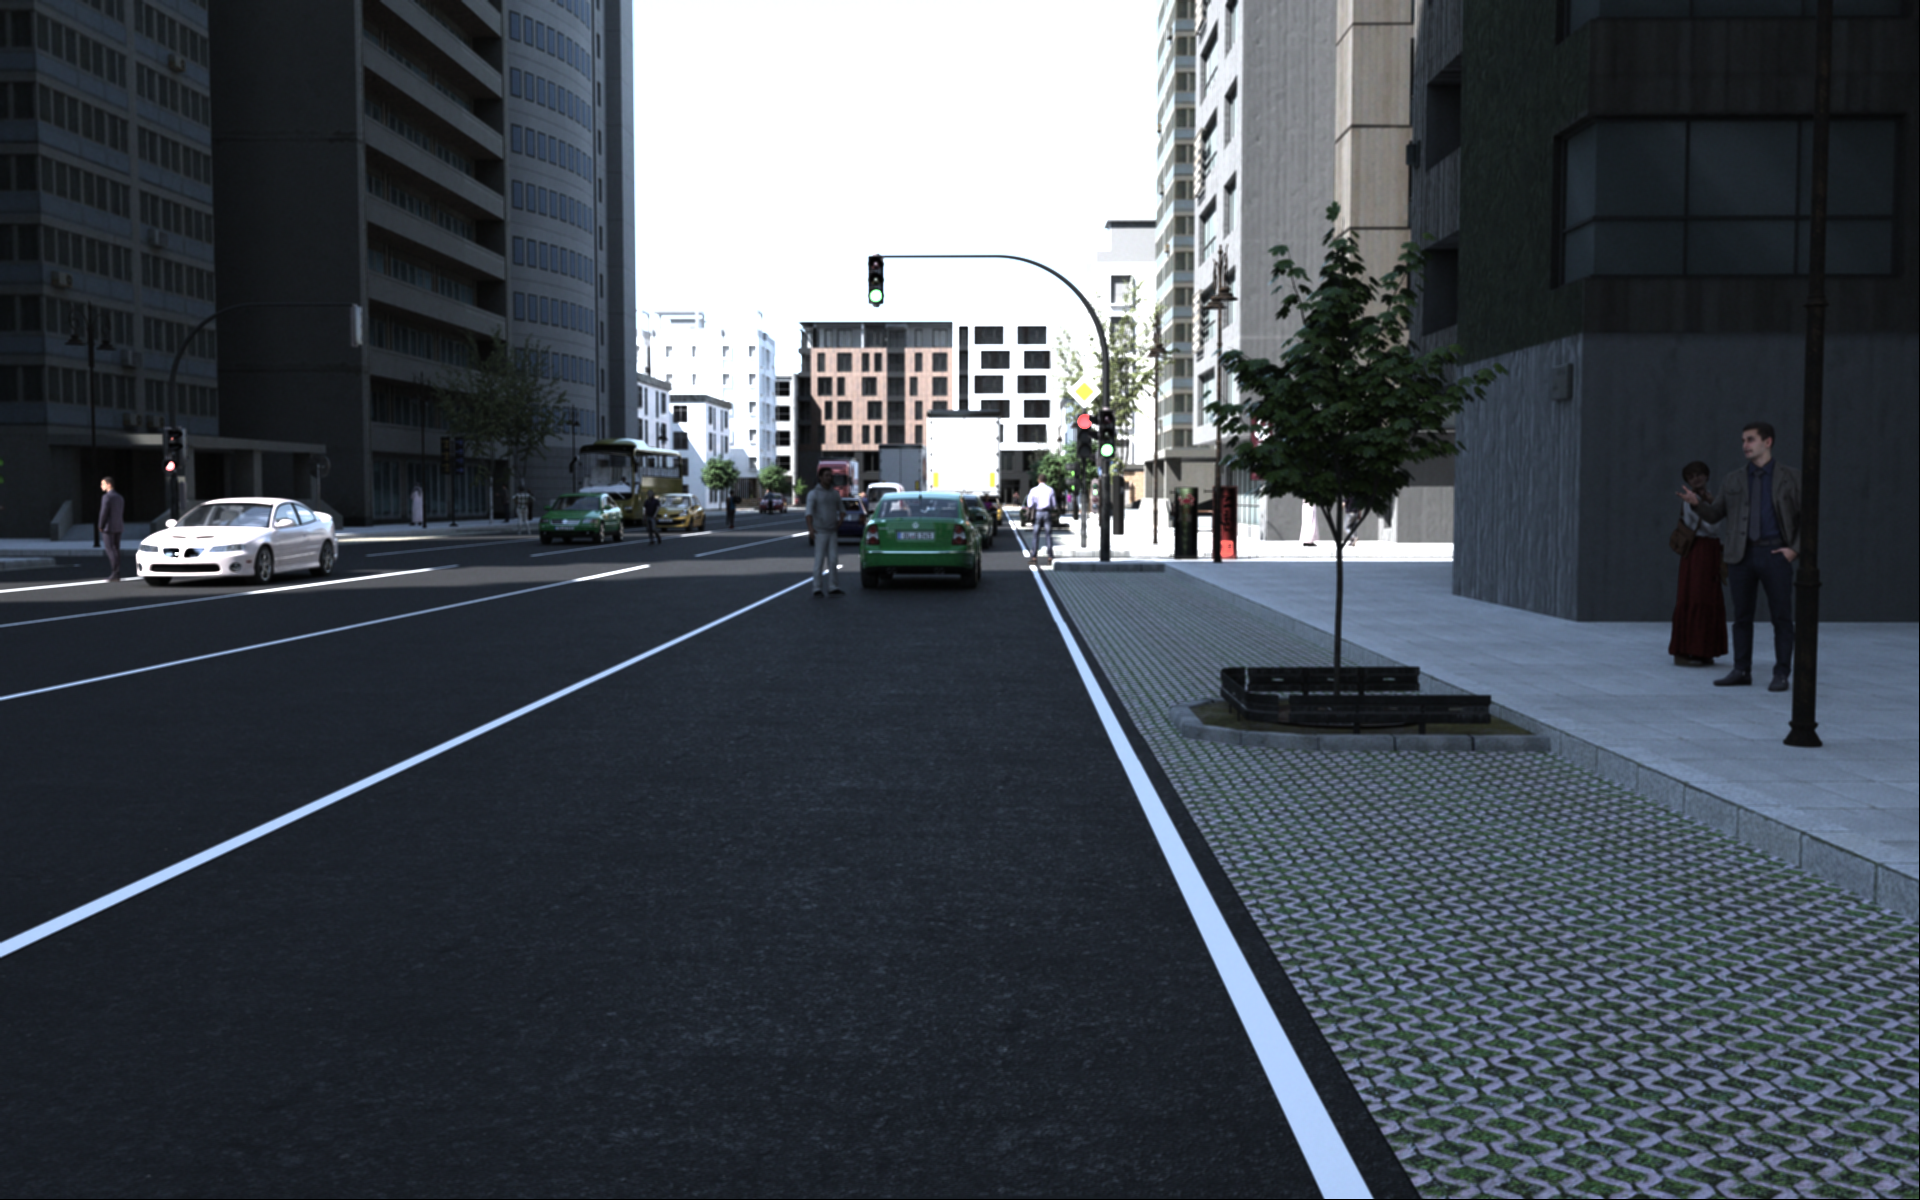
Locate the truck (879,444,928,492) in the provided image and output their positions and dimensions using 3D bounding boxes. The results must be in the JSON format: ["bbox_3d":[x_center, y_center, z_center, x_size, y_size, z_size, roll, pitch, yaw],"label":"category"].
[{"bbox_3d":[-3.055,-6.989,103.177,2.839,4.237,11.283,0,4,3],"label":"truck"}]

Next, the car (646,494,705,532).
[{"bbox_3d":[-10.877,-3.427,66.251,2.015,1.641,3.980,0,4,2],"label":"car"}]

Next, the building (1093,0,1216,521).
[{"bbox_3d":[24.533,-25.149,103.063,32.217,40.220,23.993,0,4,1],"label":"building"}]

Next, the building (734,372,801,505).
[{"bbox_3d":[-34.908,-21.080,211.117,31.486,18.905,16.747,0,4,1],"label":"building"}]

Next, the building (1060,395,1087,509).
[{"bbox_3d":[13.386,-12.397,144.833,9.099,9.664,28.070,0,4,1],"label":"building"}]

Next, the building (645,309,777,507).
[{"bbox_3d":[-25.652,-19.992,183.285,11.380,20.091,16.016,0,4,1],"label":"building"}]

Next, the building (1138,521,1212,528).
[{"bbox_3d":[24.099,-23.169,70.692,32.217,40.220,23.993,0,4,1],"label":"building"}]

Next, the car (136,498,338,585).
[{"bbox_3d":[-11.929,-1.009,28.864,2.083,1.381,4.827,0,4,-1],"label":"car"}]

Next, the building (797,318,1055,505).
[{"bbox_3d":[-2.703,-22.708,215.252,32.646,21.610,27.936,0,4,1],"label":"building"}]

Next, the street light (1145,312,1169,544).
[{"bbox_3d":[4.982,-4.355,43.996,0.468,5.910,1.993,0,4,1],"label":"street light"}]

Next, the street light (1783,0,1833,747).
[{"bbox_3d":[4.312,-2.195,8.683,0.468,5.910,1.993,0,4,1],"label":"street light"}]

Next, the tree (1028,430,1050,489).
[{"bbox_3d":[9.258,-14.865,193.407,4.360,8.622,3.978,0,3,0],"label":"tree"}]

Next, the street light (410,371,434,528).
[{"bbox_3d":[-20.220,-5.654,65.237,0.468,5.910,1.993,0,4,1],"label":"street light"}]

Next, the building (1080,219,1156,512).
[{"bbox_3d":[16.764,-16.412,124.749,16.016,20.091,11.380,0,4,1],"label":"building"}]

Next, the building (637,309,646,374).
[{"bbox_3d":[-37.376,-20.002,183.447,11.380,20.091,16.016,0,4,1],"label":"building"}]

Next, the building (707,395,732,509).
[{"bbox_3d":[-25.531,-13.296,159.528,9.099,9.664,28.070,0,4,1],"label":"building"}]

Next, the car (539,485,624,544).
[{"bbox_3d":[-11.111,-2.580,50.980,1.959,1.807,4.718,0,4,0],"label":"car"}]

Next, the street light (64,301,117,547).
[{"bbox_3d":[-20.842,-4.212,41.649,0.468,5.910,1.993,0,4,1],"label":"street light"}]

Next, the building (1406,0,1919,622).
[{"bbox_3d":[13.356,-15.379,23.153,14.160,30.474,14.107,0,4,1],"label":"building"}]

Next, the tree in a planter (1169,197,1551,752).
[{"bbox_3d":[2.307,-0.811,10.478,1.991,3.239,1.994,0,4,1],"label":"tree in a planter"}]

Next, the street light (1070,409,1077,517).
[{"bbox_3d":[6.067,-7.284,91.883,0.468,5.910,1.993,0,4,1],"label":"street light"}]

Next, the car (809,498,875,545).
[{"bbox_3d":[-3.387,-2.298,50.147,1.945,1.354,3.894,0,4,0],"label":"car"}]

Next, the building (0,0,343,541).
[{"bbox_3d":[-38.453,-22.181,54.534,32.217,40.220,23.993,0,4,1],"label":"building"}]

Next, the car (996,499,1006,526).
[{"bbox_3d":[1.097,-4.238,79.509,2.015,1.641,3.980,0,4,2],"label":"car"}]

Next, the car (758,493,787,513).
[{"bbox_3d":[-14.123,-7.459,131.002,2.155,1.783,4.494,0,4,0],"label":"car"}]

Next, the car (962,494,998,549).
[{"bbox_3d":[-0.063,-2.149,46.938,2.131,1.459,4.920,0,4,3],"label":"car"}]

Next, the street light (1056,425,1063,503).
[{"bbox_3d":[6.631,-8.735,115.599,0.468,5.910,1.993,0,4,1],"label":"street light"}]

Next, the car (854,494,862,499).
[{"bbox_3d":[-9.540,-9.587,166.977,2.015,1.641,3.980,0,4,0],"label":"car"}]

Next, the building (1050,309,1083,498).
[{"bbox_3d":[17.926,-18.821,174.183,16.747,18.905,31.486,0,4,1],"label":"building"}]

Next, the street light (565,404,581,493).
[{"bbox_3d":[-19.801,-7.097,88.830,0.468,5.910,1.993,0,4,1],"label":"street light"}]

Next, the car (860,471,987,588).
[{"bbox_3d":[-0.567,-1.167,27.877,1.959,1.807,4.718,0,4,2],"label":"car"}]

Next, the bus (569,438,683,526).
[{"bbox_3d":[-15.122,-5.406,79.932,2.896,3.916,12.252,0,4,1],"label":"bus"}]

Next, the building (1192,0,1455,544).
[{"bbox_3d":[14.367,-22.338,48.815,14.086,41.232,14.154,0,4,1],"label":"building"}]

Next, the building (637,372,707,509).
[{"bbox_3d":[-26.340,-11.565,131.242,9.099,9.664,28.070,0,4,1],"label":"building"}]

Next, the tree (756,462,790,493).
[{"bbox_3d":[-18.635,-11.568,172.852,4.285,4.588,4.351,0,3,0],"label":"tree"}]

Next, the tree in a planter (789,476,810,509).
[{"bbox_3d":[-15.725,-10.607,170.653,1.991,3.239,1.994,0,4,1],"label":"tree in a planter"}]

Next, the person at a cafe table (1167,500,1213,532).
[{"bbox_3d":[7.896,-2.942,58.961,1.726,1.238,1.698,0,4,5],"label":"person at a cafe table"}]

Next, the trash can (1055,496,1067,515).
[{"bbox_3d":[6.231,-5.826,106.908,0.748,1.137,0.748,0,3,0],"label":"trash can"}]

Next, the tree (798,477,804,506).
[{"bbox_3d":[-18.197,-12.202,194.100,1.663,3.219,1.824,0,3,0],"label":"tree"}]

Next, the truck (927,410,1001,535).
[{"bbox_3d":[0.128,-4.558,63.437,2.839,4.237,11.283,0,3,0],"label":"truck"}]

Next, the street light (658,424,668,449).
[{"bbox_3d":[-19.317,-8.561,112.765,0.468,5.910,1.993,0,4,1],"label":"street light"}]

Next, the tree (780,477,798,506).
[{"bbox_3d":[-18.634,-11.588,184.071,1.663,3.219,1.824,0,3,0],"label":"tree"}]

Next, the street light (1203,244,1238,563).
[{"bbox_3d":[4.828,-3.638,32.273,0.468,5.910,1.993,0,4,1],"label":"street light"}]

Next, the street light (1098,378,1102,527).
[{"bbox_3d":[5.507,-5.826,68.037,0.468,5.910,1.993,0,4,1],"label":"street light"}]

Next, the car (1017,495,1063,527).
[{"bbox_3d":[3.491,-4.036,75.778,2.009,1.686,4.222,0,4,2],"label":"car"}]

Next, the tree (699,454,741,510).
[{"bbox_3d":[-19.283,-9.515,139.283,4.285,4.588,4.351,0,3,0],"label":"tree"}]

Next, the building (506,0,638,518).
[{"bbox_3d":[-32.473,-34.219,101.473,21.231,58.520,28.212,0,4,1],"label":"building"}]

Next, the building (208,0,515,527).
[{"bbox_3d":[-33.677,-27.721,76.938,21.300,48.544,21.600,0,4,1],"label":"building"}]

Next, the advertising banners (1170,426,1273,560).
[{"bbox_3d":[5.145,-2.300,33.794,2.074,3.025,0.090,0,4,2],"label":"advertising banners"}]

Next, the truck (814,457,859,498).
[{"bbox_3d":[-9.513,-8.922,134.787,2.839,4.237,11.283,0,4,1],"label":"truck"}]
